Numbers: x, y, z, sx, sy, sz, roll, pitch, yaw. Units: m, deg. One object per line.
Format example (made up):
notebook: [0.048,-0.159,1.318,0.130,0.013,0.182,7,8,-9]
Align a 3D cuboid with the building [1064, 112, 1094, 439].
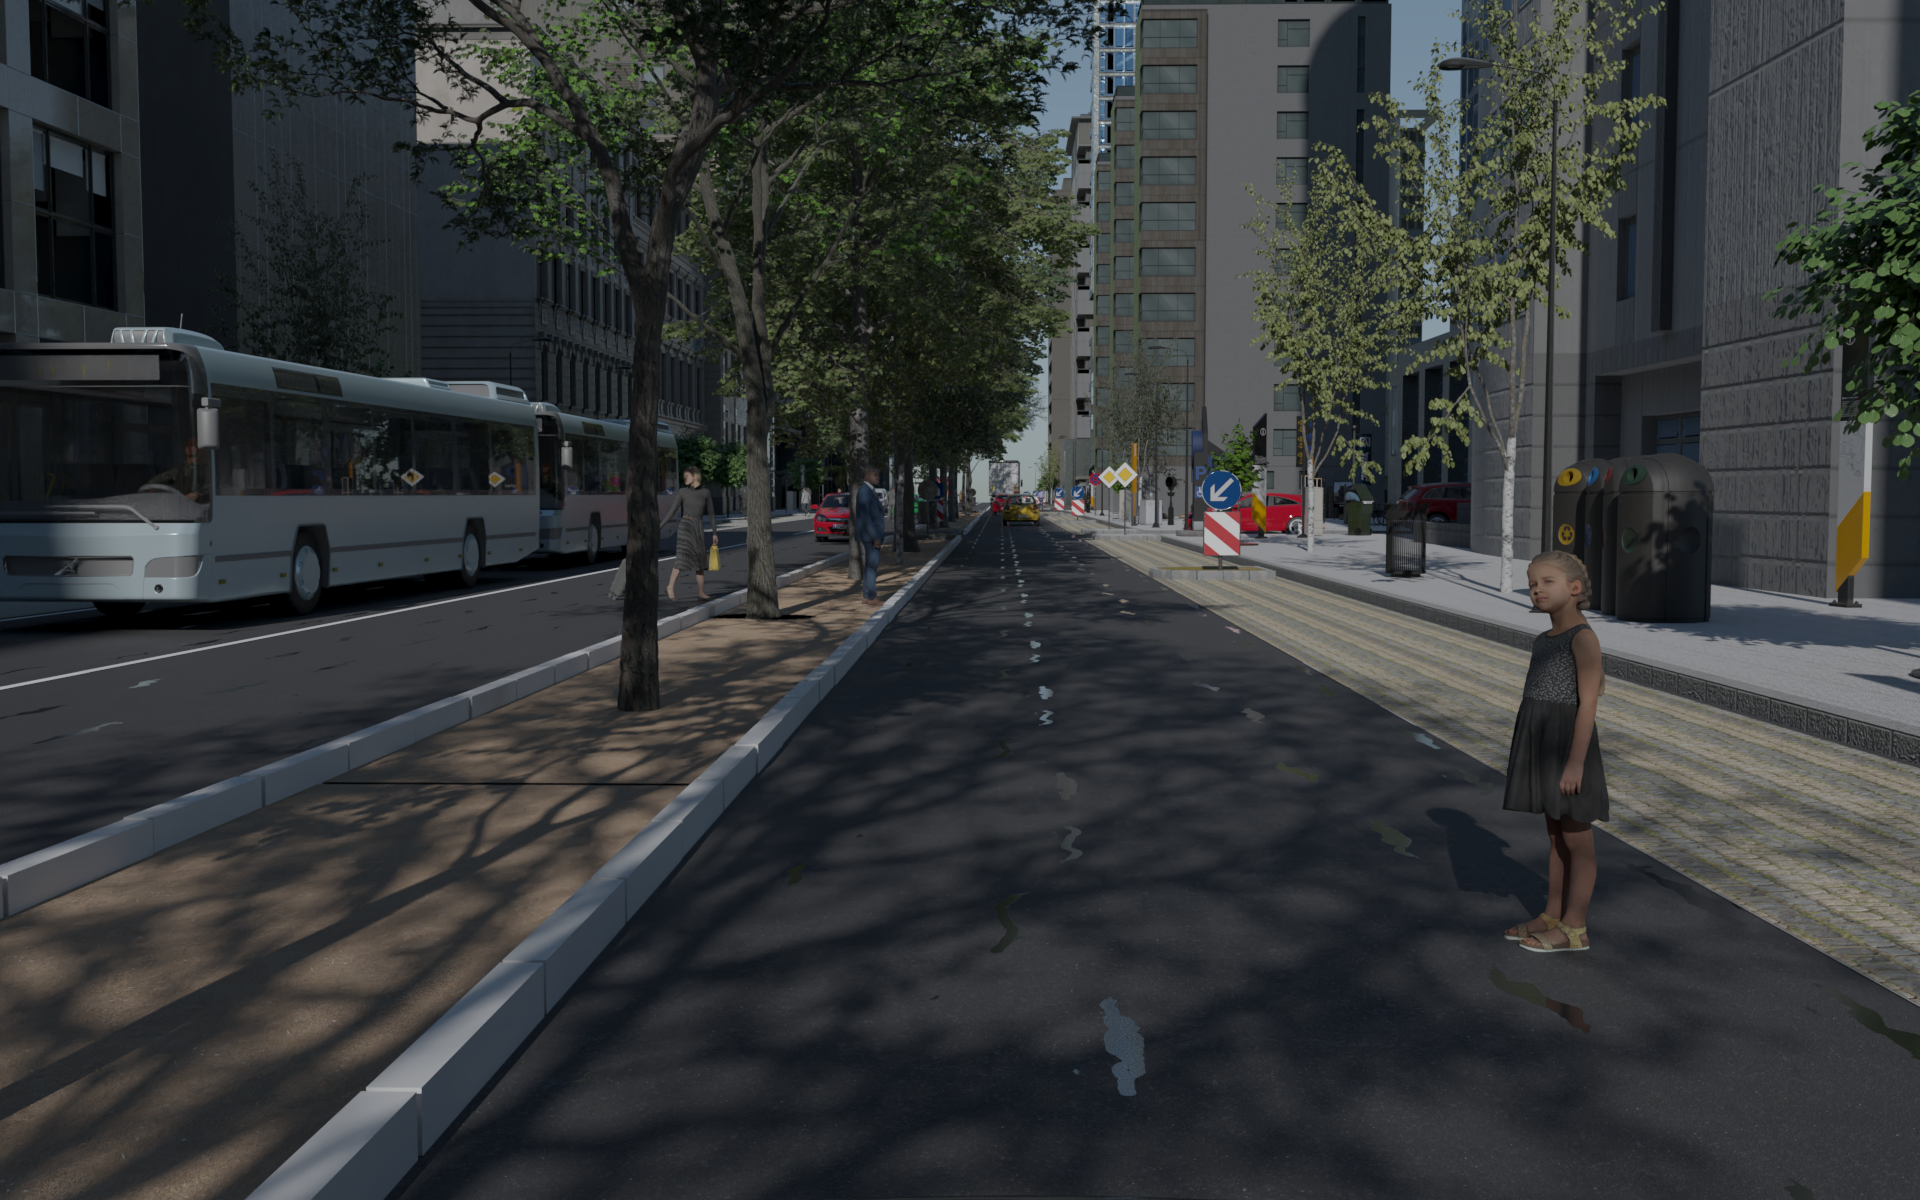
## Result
building: [28.999,-39.540,235.715,28.713,52.752,27.495,0,4,1]

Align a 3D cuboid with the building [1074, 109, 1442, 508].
building: [27.495,-29.104,167.729,32.217,40.220,23.993,0,4,1]

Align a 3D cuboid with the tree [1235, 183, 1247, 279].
tree: [7.940,-5.373,38.211,4.737,8.622,4.395,0,3,0]

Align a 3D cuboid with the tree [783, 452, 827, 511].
tree: [-11.796,-9.078,132.141,4.285,4.588,4.351,0,3,0]

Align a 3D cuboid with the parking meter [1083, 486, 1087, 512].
parking meter: [9.106,-7.317,125.343,0.399,1.863,0.255,-2,4,-25]

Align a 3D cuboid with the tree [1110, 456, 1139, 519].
tree: [8.319,-5.762,88.817,1.663,3.219,1.824,0,3,0]

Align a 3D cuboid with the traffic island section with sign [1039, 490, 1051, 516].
traffic island section with sign: [6.250,-6.289,111.445,1.989,1.847,2.006,0,4,1]

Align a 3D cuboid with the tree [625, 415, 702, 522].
tree: [-13.314,-5.288,70.174,4.285,4.588,4.351,0,3,0]

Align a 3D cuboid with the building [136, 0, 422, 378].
building: [-31.163,-13.899,46.318,30.058,24.678,14.314,0,4,1]

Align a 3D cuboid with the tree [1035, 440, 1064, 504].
tree: [12.138,-17.176,231.183,4.737,8.622,4.395,0,3,0]

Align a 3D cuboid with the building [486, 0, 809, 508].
building: [-27.805,-34.385,151.439,28.713,52.752,27.495,0,4,1]

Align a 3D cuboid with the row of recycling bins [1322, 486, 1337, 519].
row of recycling bins: [19.784,-5.216,92.388,1.069,1.692,3.534,0,4,-1]

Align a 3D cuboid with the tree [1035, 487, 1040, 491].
tree: [13.304,-18.034,289.460,1.663,3.219,1.824,0,3,0]

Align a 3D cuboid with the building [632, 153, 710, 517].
building: [-20.469,-15.702,92.883,11.583,22.565,21.152,0,4,1]

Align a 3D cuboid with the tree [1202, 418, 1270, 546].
tree: [7.071,-2.980,43.321,1.663,3.219,1.824,0,3,0]

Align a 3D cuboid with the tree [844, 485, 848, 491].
tree: [-11.251,-11.911,189.339,1.663,3.219,1.824,0,3,0]

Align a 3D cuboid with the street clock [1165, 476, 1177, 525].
street clock: [8.674,-4.076,71.214,0.358,2.002,0.471,-3,4,-37]

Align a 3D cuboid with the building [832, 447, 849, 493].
building: [-18.947,-26.327,202.144,14.160,30.474,14.107,0,4,1]

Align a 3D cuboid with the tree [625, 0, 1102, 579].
tree: [-1.583,-6.592,28.358,7.486,12.596,7.792,0,3,0]

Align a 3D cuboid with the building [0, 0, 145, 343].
building: [-25.669,-12.936,16.015,19.350,26.468,34.151,0,4,1]

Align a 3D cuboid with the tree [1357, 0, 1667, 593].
tree: [6.985,-4.414,22.532,4.737,8.622,4.395,0,3,0]

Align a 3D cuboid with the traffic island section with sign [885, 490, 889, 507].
traffic island section with sign: [-8.080,-11.077,189.737,1.989,1.847,2.006,0,4,1]

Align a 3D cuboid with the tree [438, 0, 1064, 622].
tree: [-2.364,-5.590,19.613,9.928,11.665,9.643,0,3,0]

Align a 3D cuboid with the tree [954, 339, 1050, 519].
tree: [0.461,-12.045,109.770,12.009,13.543,11.850,0,3,0]

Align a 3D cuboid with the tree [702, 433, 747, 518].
tree: [-12.751,-5.960,81.164,4.285,4.588,4.351,0,3,0]

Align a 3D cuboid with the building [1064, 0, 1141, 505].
building: [23.473,-53.896,193.865,22.319,86.520,31.000,0,4,1]

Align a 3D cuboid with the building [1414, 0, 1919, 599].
building: [21.475,-30.044,33.218,21.231,58.520,28.212,0,4,1]

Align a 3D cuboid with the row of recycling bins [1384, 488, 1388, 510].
row of recycling bins: [30.179,-7.051,122.392,1.069,1.692,3.534,1,4,10]

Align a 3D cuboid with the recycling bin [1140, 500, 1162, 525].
recycling bin: [7.877,-3.600,71.414,0.722,1.027,0.722,-1,4,-17]

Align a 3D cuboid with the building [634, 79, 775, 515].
building: [-19.632,-19.483,115.809,12.463,27.353,25.104,0,4,1]

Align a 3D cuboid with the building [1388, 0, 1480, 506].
building: [35.024,-46.502,72.979,31.000,86.520,22.319,0,4,1]

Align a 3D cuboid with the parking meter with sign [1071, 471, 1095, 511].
parking meter with sign: [9.320,-8.263,131.364,1.738,3.016,0.543,0,4,1]

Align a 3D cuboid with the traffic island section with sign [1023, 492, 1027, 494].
traffic island section with sign: [8.134,-11.052,189.330,1.989,1.847,2.006,0,4,1]

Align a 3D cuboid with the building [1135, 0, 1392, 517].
building: [17.303,-20.316,103.861,14.160,30.474,14.107,0,4,1]

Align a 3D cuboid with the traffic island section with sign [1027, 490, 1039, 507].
traffic island section with sign: [7.455,-9.352,161.529,1.989,1.847,2.006,0,4,1]

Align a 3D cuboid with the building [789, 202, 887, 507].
building: [-21.669,-35.650,237.495,22.147,44.769,28.867,0,4,1]

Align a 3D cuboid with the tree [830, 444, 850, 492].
tree: [-10.527,-13.301,167.840,4.360,8.622,3.978,0,3,0]

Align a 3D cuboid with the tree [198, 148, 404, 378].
tree: [-13.782,-5.297,36.971,4.360,8.622,3.978,0,3,0]

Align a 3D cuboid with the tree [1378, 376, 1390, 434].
tree: [24.554,-8.739,93.239,4.360,8.622,3.978,0,3,0]

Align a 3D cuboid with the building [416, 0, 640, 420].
building: [-20.204,-13.700,73.145,9.793,20.994,18.267,0,4,1]

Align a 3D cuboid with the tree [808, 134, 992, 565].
tree: [-1.246,-5.013,34.787,4.737,8.622,4.395,0,3,0]

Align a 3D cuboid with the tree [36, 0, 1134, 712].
tree: [-2.156,-4.521,10.789,8.767,10.594,7.601,0,4,1]

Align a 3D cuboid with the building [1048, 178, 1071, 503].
building: [24.202,-38.946,260.468,21.300,48.544,21.600,0,4,1]

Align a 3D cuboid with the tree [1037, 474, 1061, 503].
tree: [12.231,-15.540,237.784,4.285,4.588,4.351,0,3,0]

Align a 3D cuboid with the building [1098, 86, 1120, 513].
building: [17.809,-21.665,125.921,14.160,30.474,14.107,0,4,1]

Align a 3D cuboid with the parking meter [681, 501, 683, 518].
parking meter: [-13.320,-4.611,83.806,0.372,1.533,0.369,0,3,0]

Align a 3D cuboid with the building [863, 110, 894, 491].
building: [-21.091,-58.313,266.093,22.319,86.520,31.000,0,4,1]

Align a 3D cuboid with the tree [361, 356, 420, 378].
tree: [-13.819,-3.531,41.444,4.285,4.588,4.351,0,3,0]

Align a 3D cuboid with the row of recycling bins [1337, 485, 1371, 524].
row of recycling bins: [17.004,-4.114,74.382,1.069,1.692,3.534,0,4,8]

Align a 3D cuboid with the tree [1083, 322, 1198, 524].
tree: [7.620,-7.581,74.317,4.360,8.622,3.978,0,3,0]

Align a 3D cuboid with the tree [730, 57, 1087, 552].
tree: [-1.322,-8.137,42.145,9.857,13.997,8.962,0,3,0]

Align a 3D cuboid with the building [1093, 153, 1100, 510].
building: [18.418,-23.090,149.224,14.160,30.474,14.107,0,4,1]

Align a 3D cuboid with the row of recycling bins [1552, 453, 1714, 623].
row of recycling bins: [7.294,-0.719,18.861,1.069,1.692,3.534,0,4,6]

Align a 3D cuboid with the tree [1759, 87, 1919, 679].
tree: [7.343,-1.721,11.846,4.285,4.588,4.351,0,3,0]
